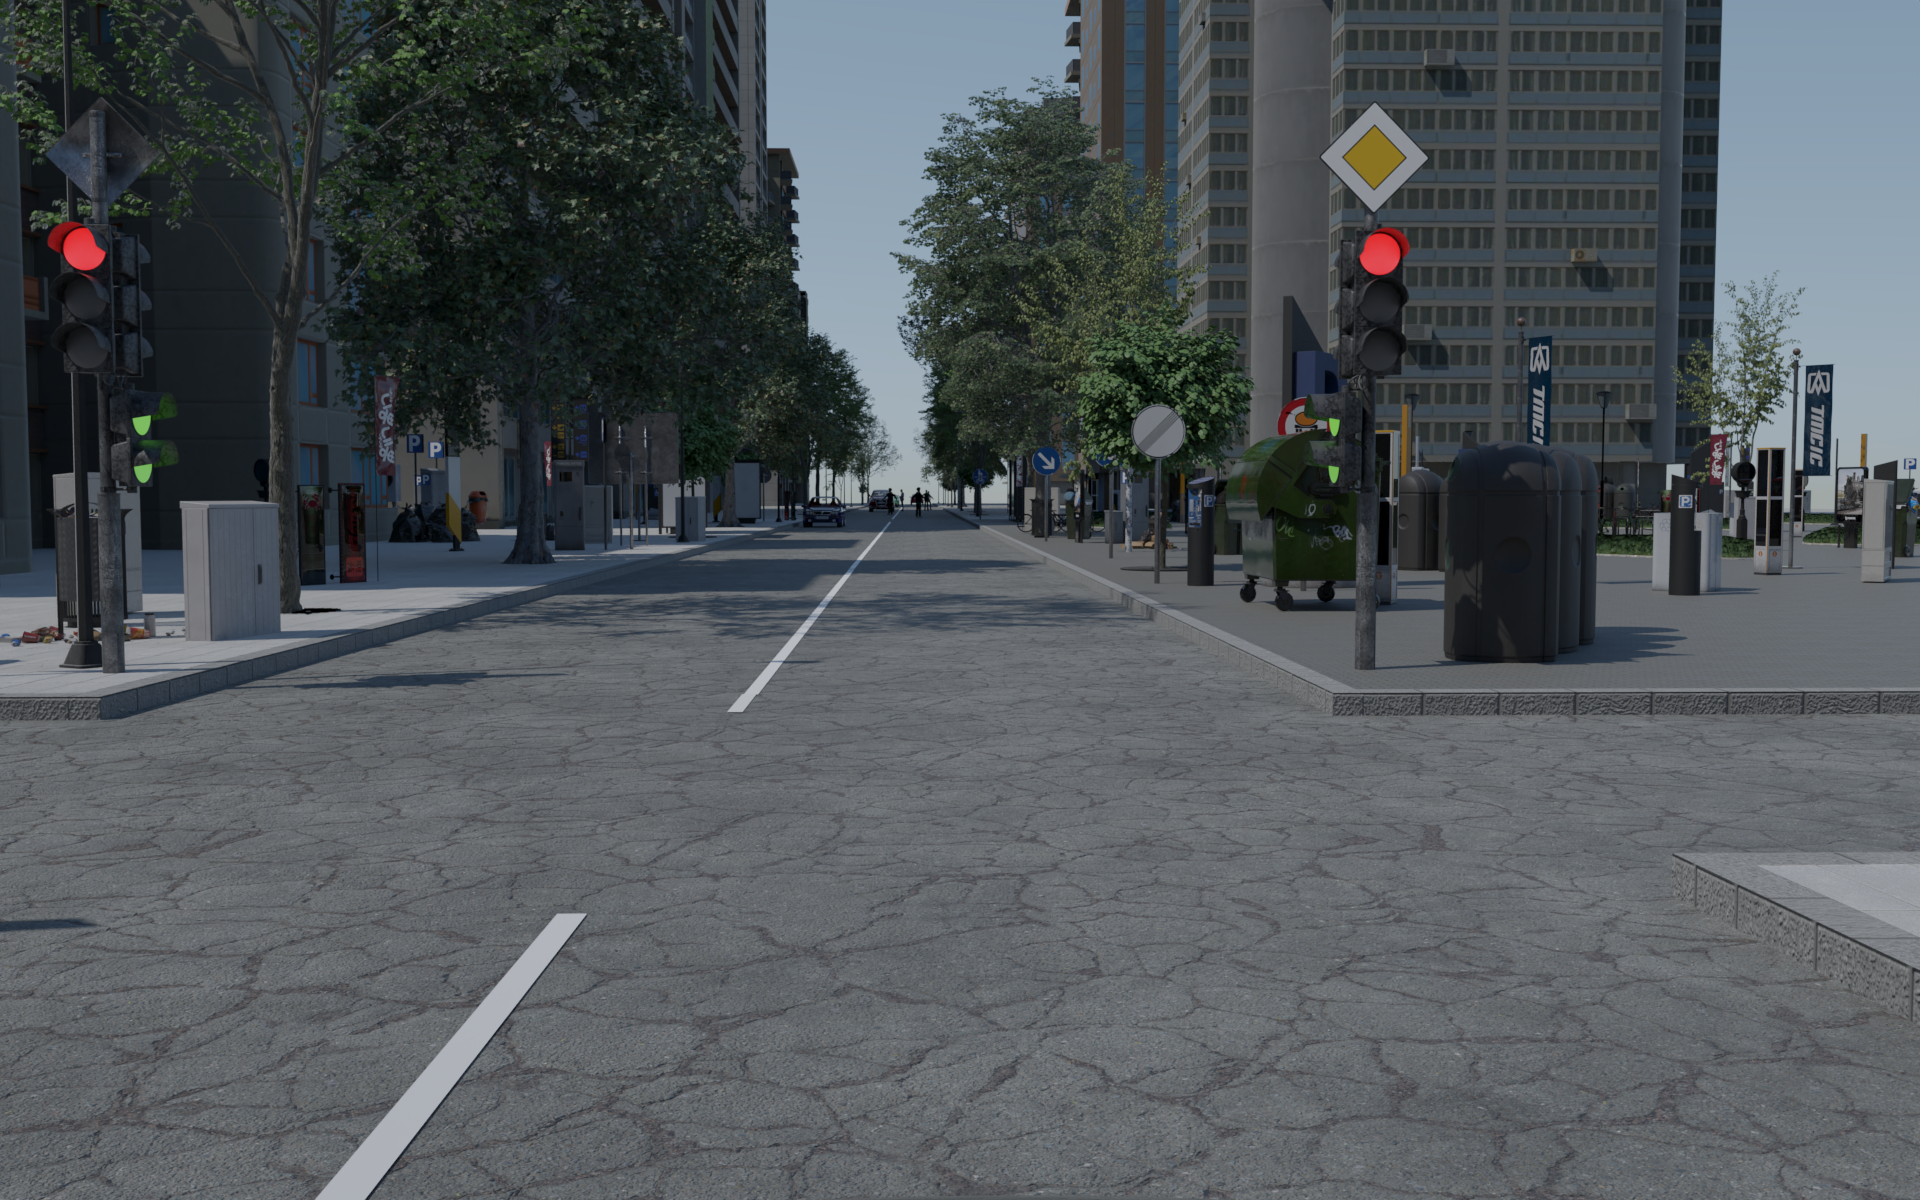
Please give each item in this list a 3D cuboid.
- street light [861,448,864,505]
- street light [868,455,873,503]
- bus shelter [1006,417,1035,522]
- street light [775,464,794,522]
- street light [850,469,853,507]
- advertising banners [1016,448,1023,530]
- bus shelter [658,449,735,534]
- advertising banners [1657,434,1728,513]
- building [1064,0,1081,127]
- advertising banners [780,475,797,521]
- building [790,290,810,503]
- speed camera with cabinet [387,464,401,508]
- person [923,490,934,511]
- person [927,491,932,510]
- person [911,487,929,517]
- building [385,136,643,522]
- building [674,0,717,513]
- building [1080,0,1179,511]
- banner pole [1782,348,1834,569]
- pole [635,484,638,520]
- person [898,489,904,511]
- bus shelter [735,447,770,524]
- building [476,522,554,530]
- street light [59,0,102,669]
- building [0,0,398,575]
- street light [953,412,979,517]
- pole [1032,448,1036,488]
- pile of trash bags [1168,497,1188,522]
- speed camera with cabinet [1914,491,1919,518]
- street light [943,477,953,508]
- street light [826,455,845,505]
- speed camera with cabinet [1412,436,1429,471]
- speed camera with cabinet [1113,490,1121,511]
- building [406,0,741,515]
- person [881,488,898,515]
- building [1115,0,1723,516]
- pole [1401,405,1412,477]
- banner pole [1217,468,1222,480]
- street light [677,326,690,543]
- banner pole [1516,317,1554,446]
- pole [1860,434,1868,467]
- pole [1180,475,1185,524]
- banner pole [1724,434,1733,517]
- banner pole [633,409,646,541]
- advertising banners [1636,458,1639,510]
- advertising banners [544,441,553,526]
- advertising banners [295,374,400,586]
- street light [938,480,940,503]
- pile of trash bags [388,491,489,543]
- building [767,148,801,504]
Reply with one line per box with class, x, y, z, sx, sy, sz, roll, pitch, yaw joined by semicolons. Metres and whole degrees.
street light;-10.302;-12.237;172.609;1.470;5.913;1.316;0;4;-2
street light;-11.081;-14.263;205.735;1.470;5.913;1.316;0;4;-2
bus shelter;3.199;-6.424;82.671;2.179;5.291;8.768;0;4;-1
street light;-7.726;-6.503;78.871;1.470;5.913;1.316;0;4;-2
street light;-9.816;-11.163;155.061;1.470;5.913;1.316;0;4;-2
advertising banners;2.520;-4.043;62.286;0.090;3.025;2.074;2;4;35
bus shelter;-8.875;-3.885;57.451;2.014;3.302;5.546;0;4;-1
advertising banners;21.520;-3.348;50.920;0.090;3.025;2.074;-3;5;-40
building;19.954;-29.735;140.796;22.147;44.769;28.867;0;4;-2
advertising banners;-8.453;-5.403;84.533;0.090;3.025;2.074;-2;4;-30
building;-28.058;-28.427;236.486;14.160;30.474;14.107;0;4;-2
speed camera with cabinet;-17.347;-3.423;50.296;2.038;3.252;0.660;0;4;-2
person;-2.894;-8.581;148.823;1.348;1.821;0.705;0;4;-3
person;-2.844;-9.079;157.882;0.436;1.711;0.756;-3;5;-44
person;-2.524;-6.006;106.330;1.348;1.869;0.705;3;4;37
building;-28.091;-28.950;97.038;21.300;48.544;21.600;0;4;-2
building;-24.064;-26.407;115.347;14.154;41.232;14.086;0;4;-2
building;15.822;-28.688;119.166;14.600;45.320;14.200;0;4;-2
banner pole;14.494;-2.423;29.631;0.401;3.779;0.863;-3;5;-39
pole;-16.125;-5.668;86.521;0.158;3.312;0.155;0;3;0
person;-4.949;-8.317;144.358;0.599;1.838;0.709;-1;4;-13
bus shelter;-9.457;-5.100;77.302;2.014;3.302;5.546;0;4;-2
building;-27.596;-27.378;71.338;21.300;48.544;21.600;0;4;-2
street light;-5.947;-2.456;12.696;1.470;5.913;1.316;0;4;-2
building;-29.217;-11.513;33.278;27.650;21.520;28.899;0;4;-2
street light;0.488;-7.650;97.612;1.470;5.913;1.316;0;4;-2
pole;3.145;-4.845;73.065;0.158;3.312;0.155;0;3;0
pile of trash bags;10.689;-4.213;78.640;1.912;1.369;3.447;0;4;-6
speed camera with cabinet;49.347;-5.712;87.733;2.038;3.252;0.660;1;4;21
street light;-0.409;-9.697;131.080;1.470;5.913;1.316;0;4;-2
street light;-8.876;-9.131;121.828;1.470;5.913;1.316;0;4;-2
speed camera with cabinet;16.349;-3.967;59.192;2.038;3.252;0.660;2;4;24
speed camera with cabinet;7.270;-4.980;75.756;0.660;3.252;2.038;-2;4;-24
building;-28.542;-31.139;132.819;21.300;48.544;21.600;0;4;-2
person;-4.855;-6.845;120.048;1.348;1.869;0.705;-2;4;-35
building;25.773;-24.993;100.523;32.217;40.220;23.993;0;4;-2
pole;10.219;-2.804;39.693;0.158;3.312;0.155;0;3;0
banner pole;11.285;-5.219;75.349;0.401;3.779;0.863;0;4;-5
street light;-6.809;-4.480;45.784;1.470;5.913;1.316;0;4;-2
banner pole;8.040;-2.104;24.424;0.401;3.779;0.863;-1;4;-23
pole;30.493;-3.954;58.492;0.158;3.312;0.155;0;3;0
pole;9.600;-4.944;74.684;0.158;3.312;0.155;0;3;0
banner pole;31.670;-4.976;71.378;0.401;3.779;0.863;3;5;42
banner pole;-8.764;-3.505;47.331;0.401;3.779;0.863;0;4;-6
advertising banners;32.289;-5.283;82.557;0.090;3.025;2.074;1;4;23
advertising banners;-13.073;-3.685;56.435;0.090;3.025;2.074;-3;4;-38
advertising banners;-8.790;-1.758;24.935;0.090;3.025;2.074;2;4;26
street light;-1.302;-11.724;164.220;1.470;5.913;1.316;0;4;-2
pile of trash bags;-13.902;-2.286;47.130;1.912;1.369;3.447;1;4;16
building;-31.298;-34.217;214.076;22.147;44.769;28.867;0;4;-2
